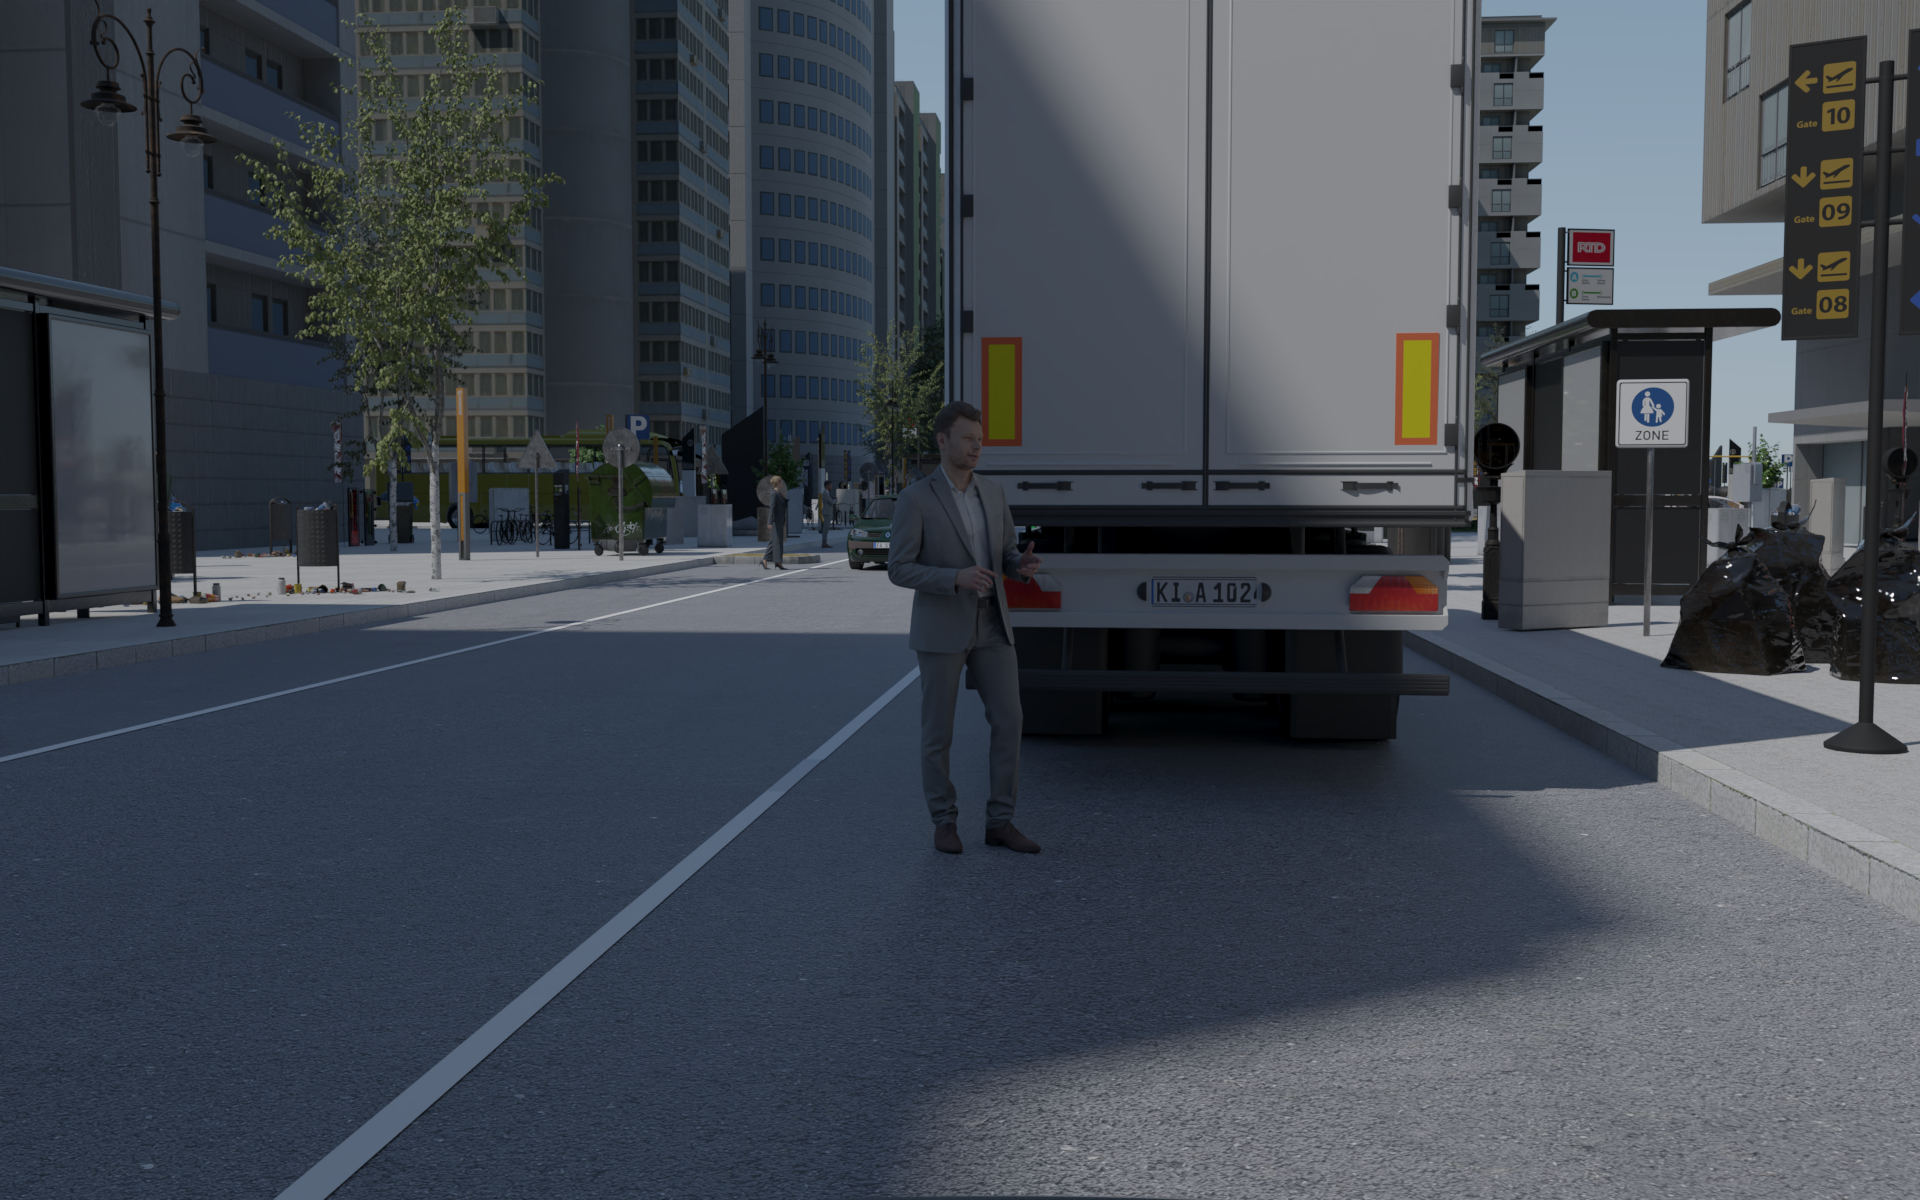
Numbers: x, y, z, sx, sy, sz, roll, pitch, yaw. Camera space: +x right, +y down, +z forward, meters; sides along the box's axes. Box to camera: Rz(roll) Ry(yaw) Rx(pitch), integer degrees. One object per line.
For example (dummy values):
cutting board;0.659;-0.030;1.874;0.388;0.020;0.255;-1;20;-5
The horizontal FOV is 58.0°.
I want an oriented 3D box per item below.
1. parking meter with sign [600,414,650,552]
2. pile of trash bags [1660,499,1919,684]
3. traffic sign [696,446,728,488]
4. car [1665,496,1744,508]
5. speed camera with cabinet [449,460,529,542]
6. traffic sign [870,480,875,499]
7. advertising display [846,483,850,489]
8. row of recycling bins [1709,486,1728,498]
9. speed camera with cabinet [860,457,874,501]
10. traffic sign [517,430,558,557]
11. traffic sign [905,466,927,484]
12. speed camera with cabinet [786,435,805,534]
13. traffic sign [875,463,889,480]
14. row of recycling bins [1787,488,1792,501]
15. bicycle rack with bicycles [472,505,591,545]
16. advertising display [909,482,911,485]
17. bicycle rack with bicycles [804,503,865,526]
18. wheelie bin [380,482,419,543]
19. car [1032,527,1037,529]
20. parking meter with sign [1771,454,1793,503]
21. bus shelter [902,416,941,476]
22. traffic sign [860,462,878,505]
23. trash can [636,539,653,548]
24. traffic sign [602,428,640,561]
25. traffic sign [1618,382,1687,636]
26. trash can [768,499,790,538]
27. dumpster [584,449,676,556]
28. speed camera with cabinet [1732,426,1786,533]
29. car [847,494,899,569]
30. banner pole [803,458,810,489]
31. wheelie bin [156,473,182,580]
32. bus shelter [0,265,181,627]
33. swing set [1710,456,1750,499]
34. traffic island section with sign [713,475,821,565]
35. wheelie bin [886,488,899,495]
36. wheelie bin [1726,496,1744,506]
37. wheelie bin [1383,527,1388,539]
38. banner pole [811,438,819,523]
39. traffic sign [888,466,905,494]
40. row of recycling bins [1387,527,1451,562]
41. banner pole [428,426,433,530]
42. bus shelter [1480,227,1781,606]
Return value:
parking meter with sign;-7.551;-2.594;38.668;0.543;3.016;1.738;-3;4;-36
pile of trash bags;6.979;-0.207;13.144;3.447;1.369;1.912;-3;4;-38
traffic sign;-6.656;-2.845;46.514;0.884;2.594;0.081;0;4;6
car;27.503;-3.105;63.126;4.827;1.381;2.083;0;4;5
speed camera with cabinet;-12.843;-3.234;47.213;2.038;3.252;0.660;-2;4;-25
traffic sign;-3.970;-4.949;81.030;0.768;2.556;0.104;0;4;7
advertising display;-6.507;-5.843;100.742;0.123;1.923;0.974;0;4;3
row of recycling bins;37.771;-4.849;86.392;3.534;1.692;1.069;-1;4;-16
speed camera with cabinet;-5.481;-5.980;92.108;2.038;3.252;0.660;2;4;32
traffic sign;-8.572;-2.145;35.082;0.884;2.594;0.081;1;4;11
traffic sign;-1.559;-3.528;61.329;0.795;2.450;0.064;0;4;5
speed camera with cabinet;-5.454;-3.844;57.187;0.660;3.252;2.038;0;4;-3
traffic sign;-3.307;-4.349;71.219;0.768;2.556;0.104;1;4;10
row of recycling bins;50.071;-5.775;101.535;3.534;1.692;1.069;-1;4;-17
bicycle rack with bicycles;-10.912;-1.887;44.239;2.852;0.926;2.925;1;4;22
advertising display;-1.860;-4.504;78.853;0.974;1.923;0.123;1;4;18
bicycle rack with bicycles;-5.407;-3.482;70.320;2.852;0.926;2.925;0;4;-4
wheelie bin;-14.642;-2.284;45.249;0.980;1.594;0.693;-1;4;-18
car;2.004;-1.095;26.697;1.959;1.807;4.718;0;4;7
parking meter with sign;36.058;-4.913;76.583;0.543;3.016;1.738;0;4;-8
bus shelter;-1.639;-6.996;92.009;2.179;5.291;8.768;0;4;6
traffic sign;-3.650;-4.238;69.394;0.768;2.556;0.104;1;4;8
trash can;-7.682;-1.830;41.570;0.748;1.137;0.748;0;3;0
traffic sign;-6.527;-2.031;33.308;0.768;2.556;0.104;1;4;12
traffic sign;6.194;-0.821;15.560;0.606;2.300;0.079;1;4;12
trash can;-5.092;-2.234;48.185;0.748;1.137;0.748;0;3;0
dumpster;-6.978;-2.087;36.624;1.502;2.255;1.985;0;4;5
speed camera with cabinet;23.684;-3.483;51.283;2.038;3.252;0.660;-3;4;-36
car;-1.102;-1.491;34.165;2.009;1.686;4.222;0;4;7
banner pole;-9.283;-7.111;106.280;0.863;3.779;0.401;-1;4;-12
wheelie bin;-12.133;-1.101;25.918;0.980;1.594;0.693;-1;4;-14
bus shelter;-9.880;-2.250;14.412;2.179;5.291;8.768;0;4;5
swing set;31.026;-4.476;70.796;3.119;2.851;2.862;-1;4;-12
traffic island section with sign;-3.980;-1.686;36.195;1.989;1.847;2.006;0;4;5
wheelie bin;-3.221;-4.615;83.360;0.693;1.594;0.980;-2;4;-30
wheelie bin;38.007;-4.697;84.701;0.980;1.594;0.693;1;4;14
wheelie bin;12.121;-2.548;49.560;0.980;1.594;0.693;2;4;31
banner pole;-6.258;-5.357;77.604;0.401;3.779;0.863;-1;4;-21
traffic sign;-2.979;-4.904;80.178;0.884;2.594;0.081;1;4;11
row of recycling bins;8.677;-1.553;32.508;1.069;1.692;3.534;1;4;21
banner pole;-18.856;-4.392;61.831;0.401;3.779;0.863;0;4;-2
bus shelter;8.585;-2.827;23.857;2.179;5.291;8.768;0;4;5
